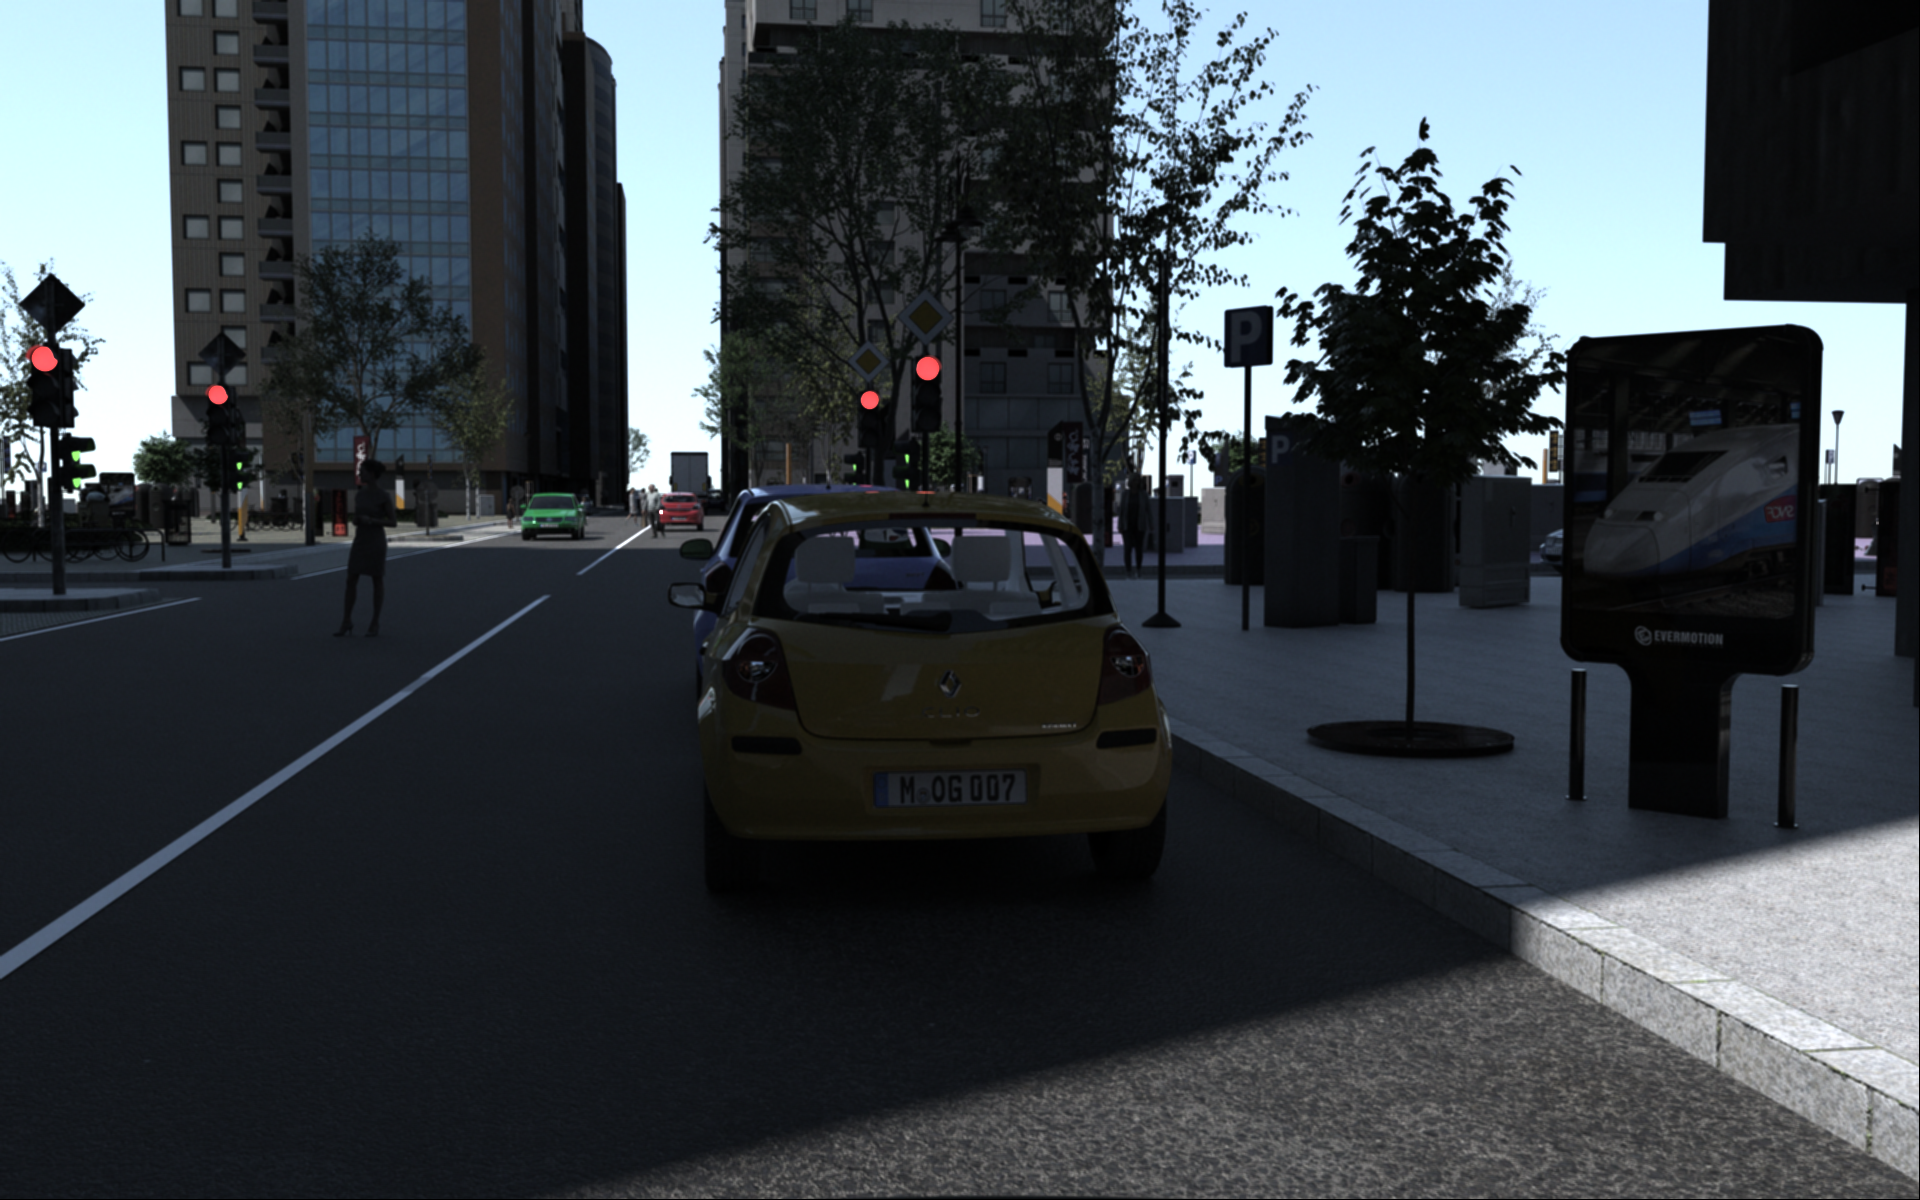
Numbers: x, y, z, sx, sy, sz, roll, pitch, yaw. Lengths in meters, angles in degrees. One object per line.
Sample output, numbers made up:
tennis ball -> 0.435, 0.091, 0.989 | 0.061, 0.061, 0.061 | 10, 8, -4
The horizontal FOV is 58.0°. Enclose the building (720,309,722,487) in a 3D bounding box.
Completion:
building -> -28.569, -29.738, 257.910 | 14.160, 30.474, 14.107 | -1, 4, -9

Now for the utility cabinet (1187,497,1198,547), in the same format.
utility cabinet -> 5.248, -1.888, 42.036 | 1.020, 1.237, 0.306 | -1, 4, -17

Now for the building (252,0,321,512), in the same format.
building -> -35.241, -28.080, 109.215 | 14.600, 45.320, 14.200 | -1, 4, -9

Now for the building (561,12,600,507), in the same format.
building -> -42.045, -31.489, 164.947 | 14.600, 45.320, 14.200 | -1, 4, -9

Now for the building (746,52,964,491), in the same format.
building -> -7.497, -21.178, 117.969 | 14.160, 30.474, 14.107 | -1, 4, -9

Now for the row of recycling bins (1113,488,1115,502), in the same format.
row of recycling bins -> 9.769, -6.164, 107.889 | 1.069, 1.692, 3.534 | -1, 4, -16

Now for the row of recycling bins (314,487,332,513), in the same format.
row of recycling bins -> -36.142, -5.556, 97.948 | 1.069, 1.692, 3.534 | -1, 4, -12

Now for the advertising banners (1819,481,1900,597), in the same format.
advertising banners -> 11.657, -1.550, 21.531 | 0.090, 3.025, 2.074 | -3, 4, -38

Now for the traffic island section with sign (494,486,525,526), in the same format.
traffic island section with sign -> -20.256, -4.329, 79.408 | 1.989, 1.847, 2.006 | -1, 4, -9

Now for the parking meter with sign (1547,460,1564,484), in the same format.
parking meter with sign -> 30.440, -5.655, 88.718 | 0.543, 3.016, 1.738 | -1, 4, -12

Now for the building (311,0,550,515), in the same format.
building -> -36.618, -28.944, 123.342 | 14.600, 45.320, 14.200 | -1, 4, -9

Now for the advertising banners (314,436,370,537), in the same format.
advertising banners -> -18.721, -3.422, 52.143 | 2.074, 3.025, 0.090 | 0, 4, 6

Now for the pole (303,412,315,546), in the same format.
pole -> -16.188, -3.010, 43.061 | 0.158, 3.312, 0.155 | 0, 3, 0

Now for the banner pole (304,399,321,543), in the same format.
banner pole -> -17.148, -3.406, 45.700 | 0.401, 3.779, 0.863 | -2, 4, -25

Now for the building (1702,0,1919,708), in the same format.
building -> 11.459, -14.417, 7.426 | 14.160, 30.474, 14.107 | -1, 4, -9

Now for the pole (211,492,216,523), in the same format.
pole -> -32.665, -5.006, 75.698 | 0.158, 3.312, 0.155 | 0, 3, 0

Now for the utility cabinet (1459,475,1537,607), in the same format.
utility cabinet -> 6.129, -0.678, 19.768 | 0.318, 1.500, 1.173 | 3, 5, 43

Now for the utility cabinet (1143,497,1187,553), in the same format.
utility cabinet -> 4.392, -1.640, 37.970 | 1.020, 1.237, 0.306 | 1, 4, 16

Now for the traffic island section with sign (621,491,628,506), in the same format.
traffic island section with sign -> -40.039, -12.302, 209.766 | 1.989, 1.847, 2.006 | -1, 4, -9

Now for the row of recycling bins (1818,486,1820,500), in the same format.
row of recycling bins -> 43.827, -5.208, 92.258 | 3.534, 1.692, 1.069 | 2, 4, 25

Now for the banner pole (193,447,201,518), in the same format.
banner pole -> -40.901, -6.293, 92.914 | 0.401, 3.779, 0.863 | 0, 4, -1

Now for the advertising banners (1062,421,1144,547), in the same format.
advertising banners -> 3.473, -2.785, 41.725 | 2.074, 3.025, 0.090 | 1, 4, 10

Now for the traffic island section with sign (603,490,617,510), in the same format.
traffic island section with sign -> -31.684, -8.936, 154.726 | 1.989, 1.847, 2.006 | -1, 4, -9

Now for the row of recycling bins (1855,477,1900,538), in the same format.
row of recycling bins -> 27.585, -2.601, 49.635 | 3.534, 1.692, 1.069 | 3, 4, 36

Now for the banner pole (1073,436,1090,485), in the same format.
banner pole -> 4.511, -4.592, 65.090 | 0.863, 3.779, 0.401 | -1, 4, -13

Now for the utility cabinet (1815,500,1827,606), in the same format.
utility cabinet -> 9.474, -0.550, 20.148 | 1.020, 1.237, 0.306 | 3, 4, 36

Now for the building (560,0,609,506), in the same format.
building -> -50.528, -46.254, 194.507 | 20.563, 71.187, 20.611 | -1, 4, -9

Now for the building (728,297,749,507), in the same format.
building -> -8.334, -19.790, 168.610 | 27.650, 21.520, 28.899 | -1, 4, -9

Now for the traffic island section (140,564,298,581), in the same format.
traffic island section -> -12.766, -0.479, 30.111 | 2.009, 0.180, 2.903 | -1, 4, -9

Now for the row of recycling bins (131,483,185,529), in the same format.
row of recycling bins -> -30.588, -3.494, 64.232 | 3.534, 1.692, 1.069 | 1, 4, 23

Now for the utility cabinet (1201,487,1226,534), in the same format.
utility cabinet -> 8.207, -2.856, 55.380 | 0.318, 1.500, 1.173 | -2, 4, -34

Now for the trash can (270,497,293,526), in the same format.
trash can -> -27.070, -3.503, 68.923 | 0.748, 1.137, 0.748 | 0, 3, 0

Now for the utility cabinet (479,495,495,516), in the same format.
utility cabinet -> -27.661, -5.500, 101.083 | 0.306, 1.237, 1.020 | 3, 5, 39

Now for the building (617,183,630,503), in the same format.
building -> -53.624, -36.165, 241.401 | 14.600, 45.320, 14.200 | -1, 4, -9

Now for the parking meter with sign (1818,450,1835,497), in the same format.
parking meter with sign -> 33.575, -4.422, 68.564 | 0.543, 3.016, 1.738 | -3, 4, -38

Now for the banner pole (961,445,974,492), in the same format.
banner pole -> 0.261, -5.403, 78.354 | 0.863, 3.779, 0.401 | -1, 4, -11

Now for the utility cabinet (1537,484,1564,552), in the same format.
utility cabinet -> 12.798, -1.779, 37.772 | 1.173, 1.500, 0.318 | 2, 4, 23

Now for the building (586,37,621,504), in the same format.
building -> -54.548, -41.415, 219.141 | 21.231, 58.520, 28.212 | -1, 4, -9

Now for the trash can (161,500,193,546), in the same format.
trash can -> -19.488, -1.925, 43.134 | 0.748, 1.137, 0.748 | 0, 3, 0

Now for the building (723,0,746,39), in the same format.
building -> -17.588, -40.760, 208.416 | 21.231, 58.520, 28.212 | -1, 4, -9

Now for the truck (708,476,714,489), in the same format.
truck -> -36.881, -15.794, 247.997 | 2.967, 4.110, 18.799 | 0, 4, -7

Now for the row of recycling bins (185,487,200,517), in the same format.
row of recycling bins -> -44.095, -5.523, 97.406 | 3.534, 1.692, 1.069 | 2, 4, 30

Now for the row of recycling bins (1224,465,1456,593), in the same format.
row of recycling bins -> 5.168, -1.021, 23.801 | 3.534, 1.692, 1.069 | 3, 5, 44

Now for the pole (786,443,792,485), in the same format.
pole -> -6.889, -4.646, 69.812 | 0.158, 3.312, 0.155 | 0, 3, 0

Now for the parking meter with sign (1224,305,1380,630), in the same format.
parking meter with sign -> 3.351, -1.254, 16.770 | 1.738, 3.016, 0.543 | -3, 4, -38

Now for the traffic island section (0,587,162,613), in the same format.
traffic island section -> -11.568, 0.004, 22.216 | 2.009, 0.180, 2.903 | -1, 4, -9

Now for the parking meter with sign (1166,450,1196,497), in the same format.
parking meter with sign -> 8.483, -4.440, 68.856 | 1.738, 3.016, 0.543 | -1, 4, -22

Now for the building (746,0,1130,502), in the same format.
building -> -3.207, -33.621, 138.936 | 28.713, 52.752, 27.495 | -1, 4, -9

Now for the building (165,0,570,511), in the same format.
building -> -47.103, -33.843, 142.576 | 28.713, 52.752, 27.495 | -1, 4, -9

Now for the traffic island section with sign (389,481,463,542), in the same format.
traffic island section with sign -> -16.211, -2.695, 52.695 | 1.989, 1.847, 2.006 | -1, 4, -9

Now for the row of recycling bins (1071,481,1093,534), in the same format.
row of recycling bins -> 4.184, -3.037, 56.761 | 1.069, 1.692, 3.534 | 0, 4, 6

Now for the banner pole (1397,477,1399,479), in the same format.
banner pole -> 19.524, -5.271, 76.201 | 0.863, 3.779, 0.401 | -2, 4, -33

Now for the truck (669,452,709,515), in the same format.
truck -> -18.819, -8.046, 120.464 | 2.839, 4.237, 11.283 | -1, 4, -9

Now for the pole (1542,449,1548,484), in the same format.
pole -> 26.197, -5.121, 77.579 | 0.158, 3.312, 0.155 | 0, 3, 0

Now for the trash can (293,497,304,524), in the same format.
trash can -> -28.316, -3.841, 74.448 | 0.748, 1.137, 0.748 | 0, 3, 0

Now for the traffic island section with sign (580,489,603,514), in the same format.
traffic island section with sign -> -27.525, -7.256, 127.260 | 1.989, 1.847, 2.006 | -1, 4, -9

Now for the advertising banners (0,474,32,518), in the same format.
advertising banners -> -41.774, -4.896, 76.234 | 0.090, 3.025, 2.074 | 1, 4, 19
